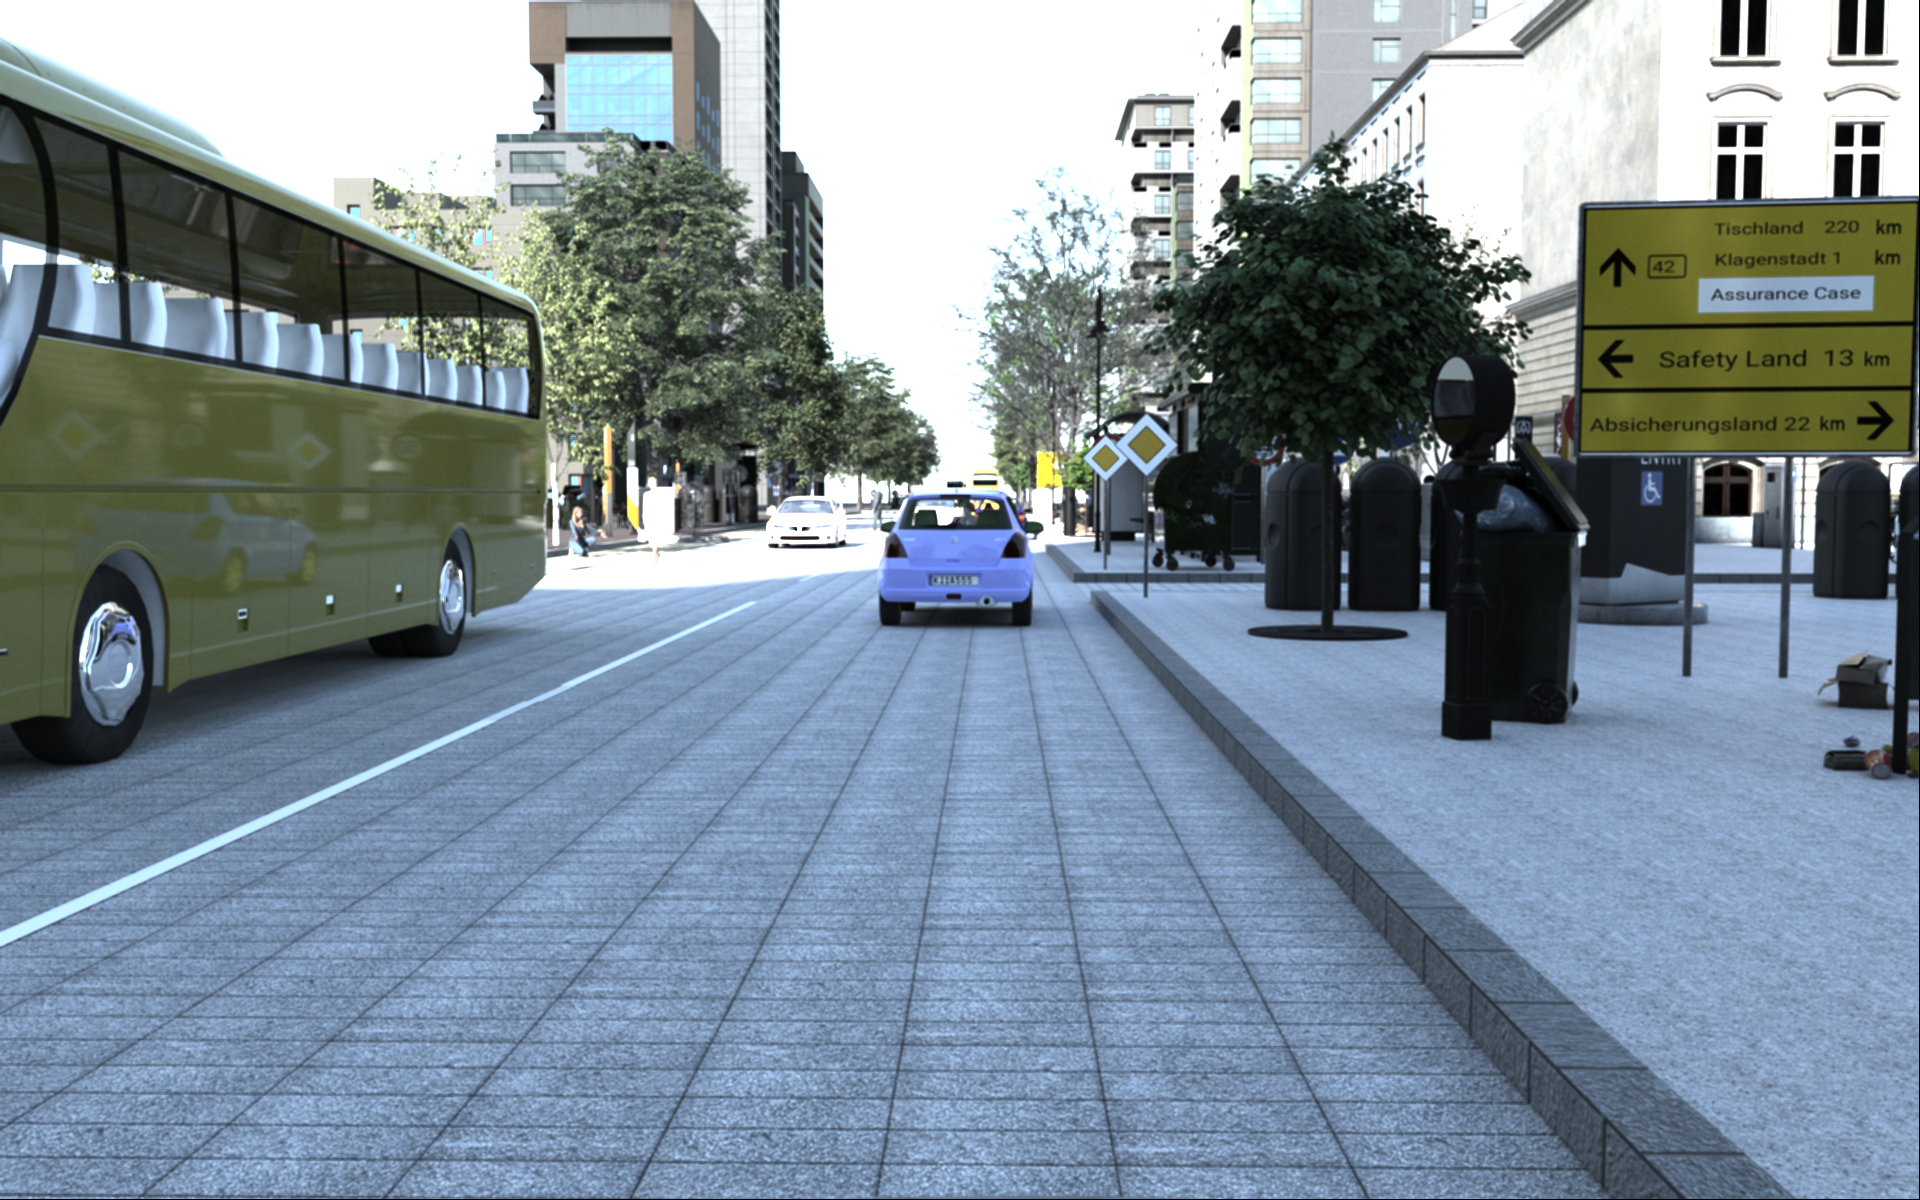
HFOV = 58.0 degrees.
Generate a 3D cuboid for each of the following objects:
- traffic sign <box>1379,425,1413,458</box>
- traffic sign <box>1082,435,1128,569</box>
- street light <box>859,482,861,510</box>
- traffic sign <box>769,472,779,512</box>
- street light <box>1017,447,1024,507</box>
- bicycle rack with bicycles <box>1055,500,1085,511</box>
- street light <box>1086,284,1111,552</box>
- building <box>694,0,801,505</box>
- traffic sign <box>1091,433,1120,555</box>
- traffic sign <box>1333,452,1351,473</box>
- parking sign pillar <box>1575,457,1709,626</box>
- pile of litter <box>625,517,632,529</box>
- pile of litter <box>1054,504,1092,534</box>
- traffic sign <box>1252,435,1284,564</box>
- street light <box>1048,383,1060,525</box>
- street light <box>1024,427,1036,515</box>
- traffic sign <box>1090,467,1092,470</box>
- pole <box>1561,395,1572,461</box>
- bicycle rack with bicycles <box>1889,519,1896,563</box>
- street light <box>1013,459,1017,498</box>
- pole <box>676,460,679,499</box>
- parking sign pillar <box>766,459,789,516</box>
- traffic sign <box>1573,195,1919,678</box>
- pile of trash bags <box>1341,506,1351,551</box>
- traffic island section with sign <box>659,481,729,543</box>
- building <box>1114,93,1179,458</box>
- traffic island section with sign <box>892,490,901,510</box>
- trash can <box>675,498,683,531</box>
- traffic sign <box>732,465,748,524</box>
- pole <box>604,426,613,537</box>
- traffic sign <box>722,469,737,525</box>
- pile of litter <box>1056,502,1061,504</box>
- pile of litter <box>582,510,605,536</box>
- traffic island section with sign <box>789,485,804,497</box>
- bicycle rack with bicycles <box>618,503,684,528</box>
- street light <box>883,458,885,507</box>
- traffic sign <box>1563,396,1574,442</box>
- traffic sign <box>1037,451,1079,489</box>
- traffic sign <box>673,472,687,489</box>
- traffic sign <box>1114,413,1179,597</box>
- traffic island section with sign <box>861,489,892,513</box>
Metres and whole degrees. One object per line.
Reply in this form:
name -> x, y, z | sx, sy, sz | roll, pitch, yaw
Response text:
traffic sign -> 5.058, -1.237, 20.332 | 0.768, 2.556, 0.104 | 0, 4, 7
traffic sign -> 2.469, -1.577, 29.422 | 0.795, 2.450, 0.064 | 0, 4, 1
street light -> -8.053, -10.194, 139.464 | 0.468, 5.910, 1.993 | 0, 4, 1
traffic sign -> -10.401, -5.975, 97.800 | 0.768, 2.556, 0.104 | 1, 4, 10
street light -> 5.360, -10.717, 148.005 | 0.468, 5.910, 1.993 | 0, 4, 1
bicycle rack with bicycles -> 6.795, -5.523, 103.687 | 2.925, 0.926, 2.852 | 1, 4, 15
street light -> 3.059, -4.008, 38.318 | 0.468, 5.910, 1.993 | 0, 4, 1
building -> -30.384, -47.321, 211.946 | 20.563, 71.187, 20.611 | 0, 4, 1
traffic sign -> 3.138, -2.226, 36.495 | 0.768, 2.556, 0.104 | 1, 4, 11
traffic sign -> 6.656, -1.880, 30.852 | 0.768, 2.556, 0.104 | 0, 4, 7
parking sign pillar -> 6.812, -1.773, 17.466 | 1.447, 3.967, 1.447 | -2, 4, -33
pile of litter -> -11.684, -3.058, 63.967 | 1.176, 0.858, 1.719 | 3, 4, 36
pile of litter -> 3.808, -2.626, 56.900 | 1.176, 0.858, 1.719 | -2, 4, -27
traffic sign -> 5.525, -1.922, 31.535 | 0.768, 2.556, 0.104 | 0, 4, 3
street light -> 3.829, -5.995, 70.802 | 0.468, 5.910, 1.993 | 0, 4, 1
street light -> 4.705, -8.730, 115.518 | 0.468, 5.910, 1.993 | 0, 4, 1
traffic sign -> 3.948, -2.921, 47.858 | 0.768, 2.556, 0.104 | 1, 4, 8
pole -> 12.487, -2.562, 35.739 | 0.158, 3.312, 0.155 | 0, 3, 0
bicycle rack with bicycles -> 18.293, -1.208, 33.134 | 2.852, 0.926, 2.925 | 0, 4, -2
street light -> 6.012, -12.716, 180.697 | 0.468, 5.910, 1.993 | 0, 4, 1
pole -> -16.774, -6.675, 102.972 | 0.158, 3.312, 0.155 | 0, 3, 0
parking sign pillar -> -10.802, -6.989, 102.736 | 1.447, 3.967, 1.447 | 2, 4, 30
traffic sign -> 5.441, -1.112, 12.053 | 2.265, 3.308, 0.079 | 0, 4, 8
pile of trash bags -> 10.180, -1.811, 39.357 | 3.447, 1.369, 1.912 | 1, 4, 14
traffic island section with sign -> -7.987, -2.642, 51.821 | 1.989, 1.847, 2.006 | 0, 4, 1
building -> 35.153, -38.893, 225.141 | 28.713, 52.752, 27.495 | 0, 4, 1
traffic island section with sign -> -5.808, -9.058, 156.720 | 1.989, 1.847, 2.006 | 0, 4, 1
trash can -> -9.938, -2.946, 59.825 | 0.748, 1.137, 0.748 | 0, 3, 0
traffic sign -> -9.608, -4.598, 75.289 | 0.768, 2.556, 0.104 | 0, 4, 2
pole -> -10.495, -3.538, 51.682 | 0.158, 3.312, 0.155 | 0, 3, 0
traffic sign -> -9.482, -4.231, 71.313 | 0.606, 2.300, 0.079 | 0, 4, 4
pile of litter -> 5.346, -4.845, 93.173 | 1.719, 0.858, 1.176 | 1, 4, 19
pile of litter -> -11.560, -2.464, 54.253 | 1.176, 0.858, 1.719 | 0, 4, -2
traffic island section with sign -> -7.424, -4.290, 78.771 | 1.989, 1.847, 2.006 | 0, 4, 1
bicycle rack with bicycles -> -12.032, -3.238, 66.331 | 2.852, 0.926, 2.925 | 2, 4, 29
street light -> -7.544, -12.181, 171.954 | 0.468, 5.910, 1.993 | 0, 4, 1
traffic sign -> 7.537, -1.251, 20.566 | 0.768, 2.556, 0.104 | 1, 4, 9
traffic sign -> 4.786, -5.432, 82.685 | 2.265, 3.308, 0.079 | 0, 4, 6
traffic sign -> -12.716, -4.683, 78.692 | 0.606, 2.300, 0.079 | 0, 4, 2
traffic sign -> 2.302, -1.088, 21.438 | 0.795, 2.450, 0.064 | 0, 4, 1
traffic island section with sign -> -6.367, -7.409, 129.770 | 1.989, 1.847, 2.006 | 0, 4, 1
